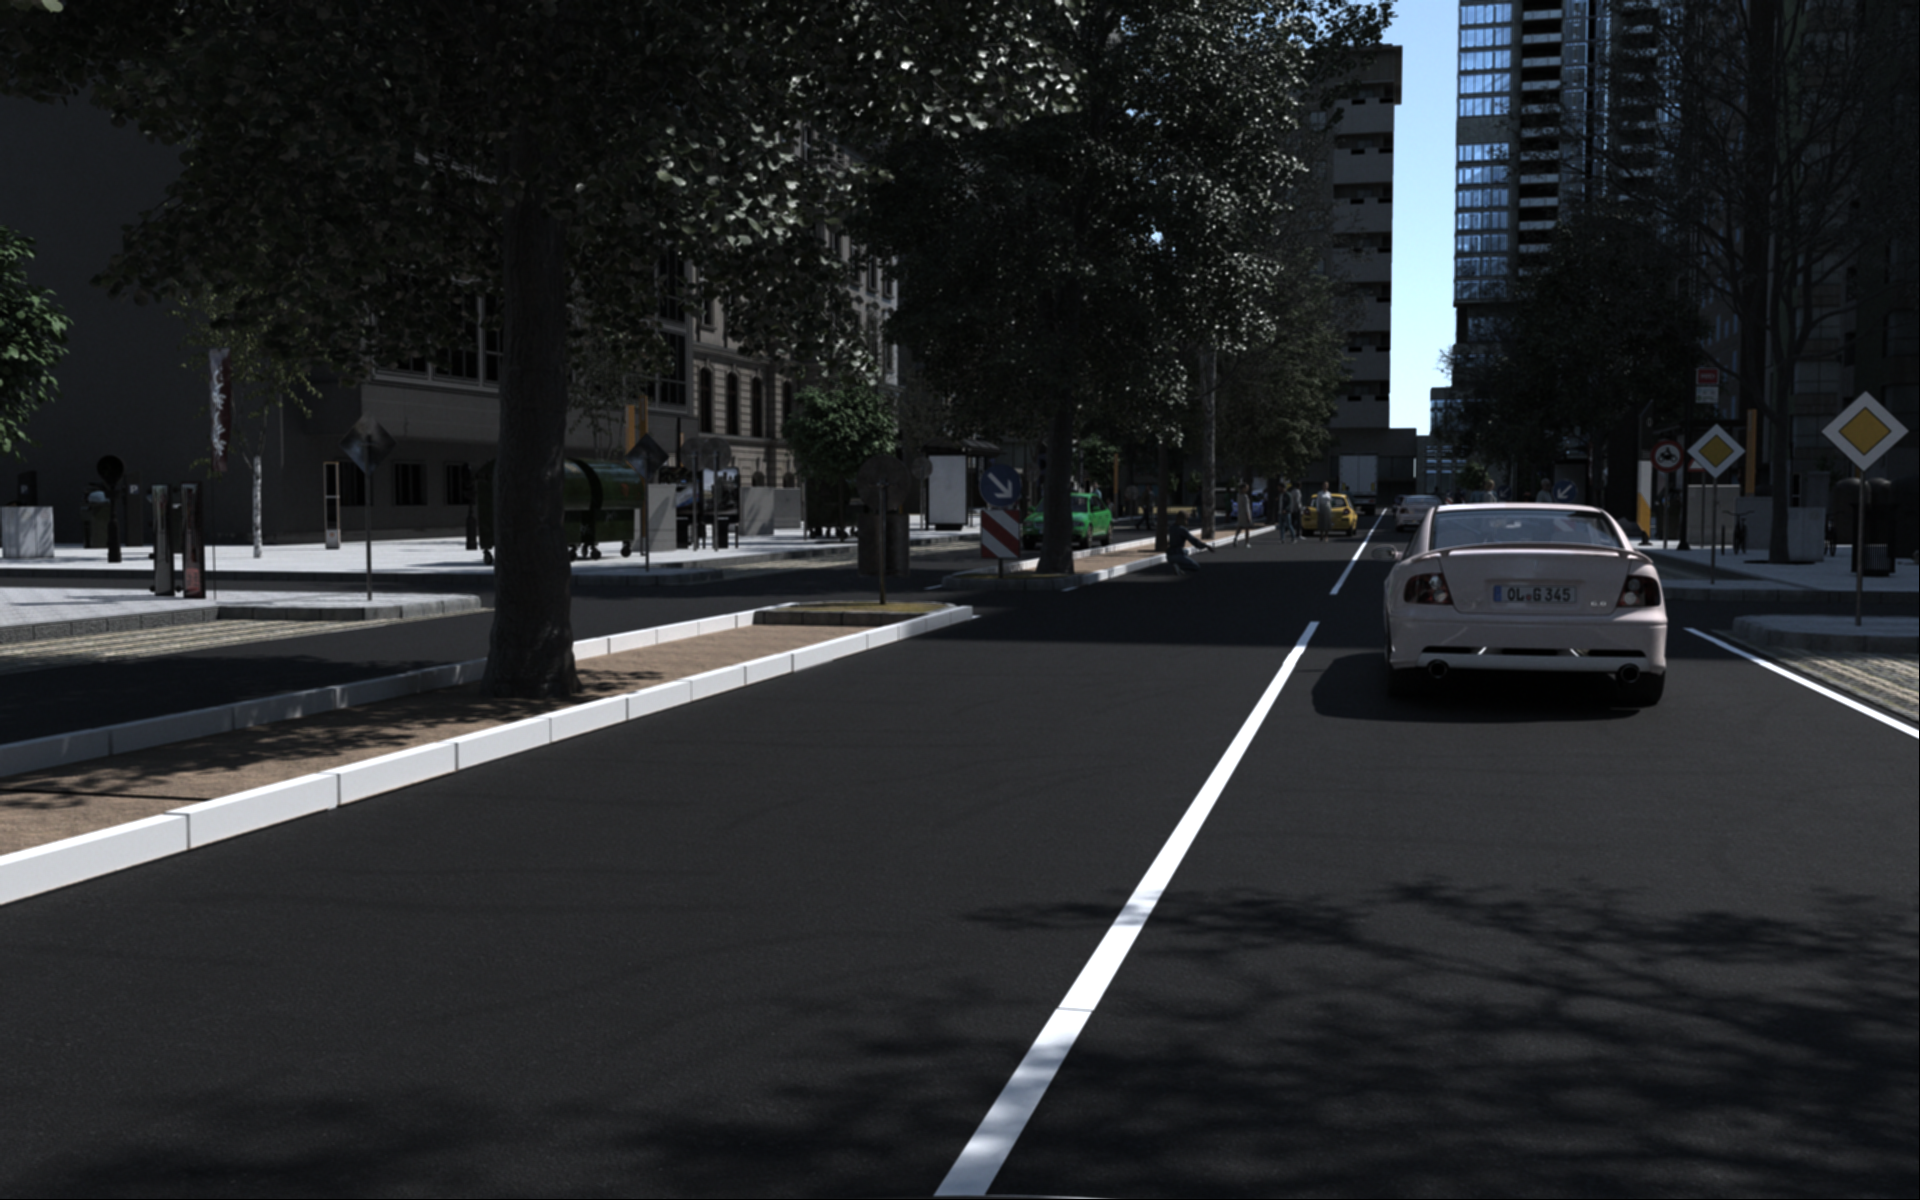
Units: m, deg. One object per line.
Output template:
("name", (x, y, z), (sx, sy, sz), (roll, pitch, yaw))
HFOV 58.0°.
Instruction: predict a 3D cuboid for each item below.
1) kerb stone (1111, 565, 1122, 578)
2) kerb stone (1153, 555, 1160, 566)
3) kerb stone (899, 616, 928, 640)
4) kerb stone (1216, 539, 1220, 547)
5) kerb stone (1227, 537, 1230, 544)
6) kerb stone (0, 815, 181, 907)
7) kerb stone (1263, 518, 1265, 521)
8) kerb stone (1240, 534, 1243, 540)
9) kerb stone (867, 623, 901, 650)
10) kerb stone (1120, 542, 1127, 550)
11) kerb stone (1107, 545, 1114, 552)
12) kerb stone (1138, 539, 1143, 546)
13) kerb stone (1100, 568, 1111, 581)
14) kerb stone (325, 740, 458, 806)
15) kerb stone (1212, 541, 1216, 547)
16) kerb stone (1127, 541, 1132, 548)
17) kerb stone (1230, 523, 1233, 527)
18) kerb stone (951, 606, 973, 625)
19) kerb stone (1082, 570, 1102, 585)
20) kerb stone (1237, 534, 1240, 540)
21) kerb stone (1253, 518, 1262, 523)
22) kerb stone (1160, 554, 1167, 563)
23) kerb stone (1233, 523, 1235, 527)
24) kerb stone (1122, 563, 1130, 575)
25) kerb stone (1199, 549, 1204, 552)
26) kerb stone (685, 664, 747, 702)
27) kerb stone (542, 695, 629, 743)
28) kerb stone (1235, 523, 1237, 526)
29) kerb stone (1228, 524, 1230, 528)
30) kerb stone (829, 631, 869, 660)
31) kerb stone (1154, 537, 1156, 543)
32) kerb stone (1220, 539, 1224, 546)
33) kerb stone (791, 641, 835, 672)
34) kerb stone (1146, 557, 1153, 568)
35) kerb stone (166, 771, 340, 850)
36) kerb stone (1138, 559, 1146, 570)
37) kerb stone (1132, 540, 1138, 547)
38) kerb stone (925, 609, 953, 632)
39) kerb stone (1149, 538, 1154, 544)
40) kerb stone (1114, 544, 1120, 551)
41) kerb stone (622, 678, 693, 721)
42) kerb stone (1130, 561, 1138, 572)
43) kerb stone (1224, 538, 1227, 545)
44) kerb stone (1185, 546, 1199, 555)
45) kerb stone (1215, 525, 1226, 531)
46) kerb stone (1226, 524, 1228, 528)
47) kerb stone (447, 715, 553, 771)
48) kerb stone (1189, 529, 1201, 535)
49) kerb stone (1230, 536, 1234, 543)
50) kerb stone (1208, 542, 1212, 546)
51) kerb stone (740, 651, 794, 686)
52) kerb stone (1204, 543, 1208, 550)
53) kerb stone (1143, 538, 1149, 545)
("kerb stone", (2.603, -0.467, 29.834), (0.120, 0.150, 1.000), (1, 4, 14))
("kerb stone", (3.847, -0.770, 34.809), (0.120, 0.150, 1.000), (1, 4, 14))
("kerb stone", (-0.533, 0.297, 17.383), (0.120, 0.150, 1.000), (1, 4, 14))
("kerb stone", (6.839, -1.501, 46.741), (0.120, 0.150, 1.000), (1, 4, 14))
("kerb stone", (7.586, -1.680, 49.723), (0.120, 0.150, 1.000), (1, 4, 14))
("kerb stone", (-3.276, 0.967, 6.463), (0.120, 0.150, 1.000), (1, 4, 14))
("kerb stone", (15.801, -4.210, 91.030), (0.120, 0.150, 1.000), (1, 4, 14))
("kerb stone", (8.586, -1.925, 53.701), (0.120, 0.150, 1.000), (1, 4, 14))
("kerb stone", (-0.783, 0.355, 16.392), (0.120, 0.150, 1.000), (1, 4, 14))
("kerb stone", (4.070, -1.352, 44.307), (0.120, 0.150, 1.000), (1, 4, 14))
("kerb stone", (3.557, -1.221, 42.314), (0.120, 0.150, 1.000), (1, 4, 14))
("kerb stone", (4.807, -1.535, 47.294), (0.120, 0.150, 1.000), (1, 4, 14))
("kerb stone", (2.341, -0.407, 28.845), (0.120, 0.150, 1.000), (1, 4, 14))
("kerb stone", (-2.780, 0.841, 8.448), (0.120, 0.150, 1.000), (1, 4, 14))
("kerb stone", (6.596, -1.440, 45.747), (0.120, 0.150, 1.000), (1, 4, 14))
("kerb stone", (4.310, -1.413, 45.301), (0.120, 0.150, 1.000), (1, 4, 14))
("kerb stone", (11.308, -3.115, 73.122), (0.120, 0.150, 1.000), (1, 4, 14))
("kerb stone", (-0.036, 0.173, 19.373), (0.120, 0.150, 1.000), (1, 4, 14))
("kerb stone", (2.099, -0.341, 27.852), (0.120, 0.150, 1.000), (1, 4, 14))
("kerb stone", (8.337, -1.864, 52.709), (0.120, 0.150, 1.000), (1, 4, 14))
("kerb stone", (15.305, -4.088, 89.033), (0.120, 0.150, 1.000), (1, 4, 14))
("kerb stone", (4.092, -0.830, 35.803), (0.120, 0.150, 1.000), (1, 4, 14))
("kerb stone", (11.552, -3.176, 74.115), (0.120, 0.150, 1.000), (1, 4, 14))
("kerb stone", (2.842, -0.525, 30.835), (0.120, 0.150, 1.000), (1, 4, 14))
("kerb stone", (5.840, -1.258, 42.763), (0.120, 0.150, 1.000), (1, 4, 14))
("kerb stone", (-1.783, 0.598, 12.418), (0.120, 0.150, 1.000), (1, 4, 14))
("kerb stone", (-2.281, 0.720, 10.431), (0.120, 0.150, 1.000), (1, 4, 14))
("kerb stone", (11.804, -3.235, 75.106), (0.120, 0.150, 1.000), (1, 4, 14))
("kerb stone", (11.050, -3.054, 72.128), (0.120, 0.150, 1.000), (1, 4, 14))
("kerb stone", (-1.034, 0.417, 15.401), (0.120, 0.150, 1.000), (1, 4, 14))
("kerb stone", (5.565, -1.716, 50.266), (0.120, 0.150, 1.000), (1, 4, 14))
("kerb stone", (7.095, -1.562, 47.737), (0.120, 0.150, 1.000), (1, 4, 14))
("kerb stone", (-1.272, 0.477, 14.404), (0.120, 0.150, 1.000), (1, 4, 14))
("kerb stone", (3.588, -0.710, 33.815), (0.120, 0.150, 1.000), (1, 4, 14))
("kerb stone", (-3.030, 0.901, 7.457), (0.120, 0.150, 1.000), (1, 4, 14))
("kerb stone", (3.346, -0.650, 32.822), (0.120, 0.150, 1.000), (1, 4, 14))
("kerb stone", (4.562, -1.474, 46.295), (0.120, 0.150, 1.000), (1, 4, 14))
("kerb stone", (-0.284, 0.234, 18.377), (0.120, 0.150, 1.000), (1, 4, 14))
("kerb stone", (5.309, -1.656, 49.276), (0.120, 0.150, 1.000), (1, 4, 14))
("kerb stone", (3.813, -1.291, 43.308), (0.120, 0.150, 1.000), (1, 4, 14))
("kerb stone", (-2.028, 0.662, 11.422), (0.120, 0.150, 1.000), (1, 4, 14))
("kerb stone", (3.095, -0.589, 31.825), (0.120, 0.150, 1.000), (1, 4, 14))
("kerb stone", (7.343, -1.623, 48.730), (0.120, 0.150, 1.000), (1, 4, 14))
("kerb stone", (5.592, -1.197, 41.771), (0.120, 0.150, 1.000), (1, 4, 14))
("kerb stone", (10.553, -2.931, 70.145), (0.120, 0.150, 1.000), (1, 4, 14))
("kerb stone", (10.812, -2.992, 71.134), (0.120, 0.150, 1.000), (1, 4, 14))
("kerb stone", (-2.526, 0.781, 9.439), (0.120, 0.150, 1.000), (1, 4, 14))
("kerb stone", (8.311, -2.386, 61.205), (0.120, 0.150, 1.000), (1, 4, 14))
("kerb stone", (7.841, -1.744, 50.715), (0.120, 0.150, 1.000), (1, 4, 14))
("kerb stone", (6.343, -1.380, 44.754), (0.120, 0.150, 1.000), (1, 4, 14))
("kerb stone", (-1.531, 0.537, 13.415), (0.120, 0.150, 1.000), (1, 4, 14))
("kerb stone", (6.087, -1.319, 43.755), (0.120, 0.150, 1.000), (1, 4, 14))
("kerb stone", (5.065, -1.596, 48.283), (0.120, 0.150, 1.000), (1, 4, 14))
